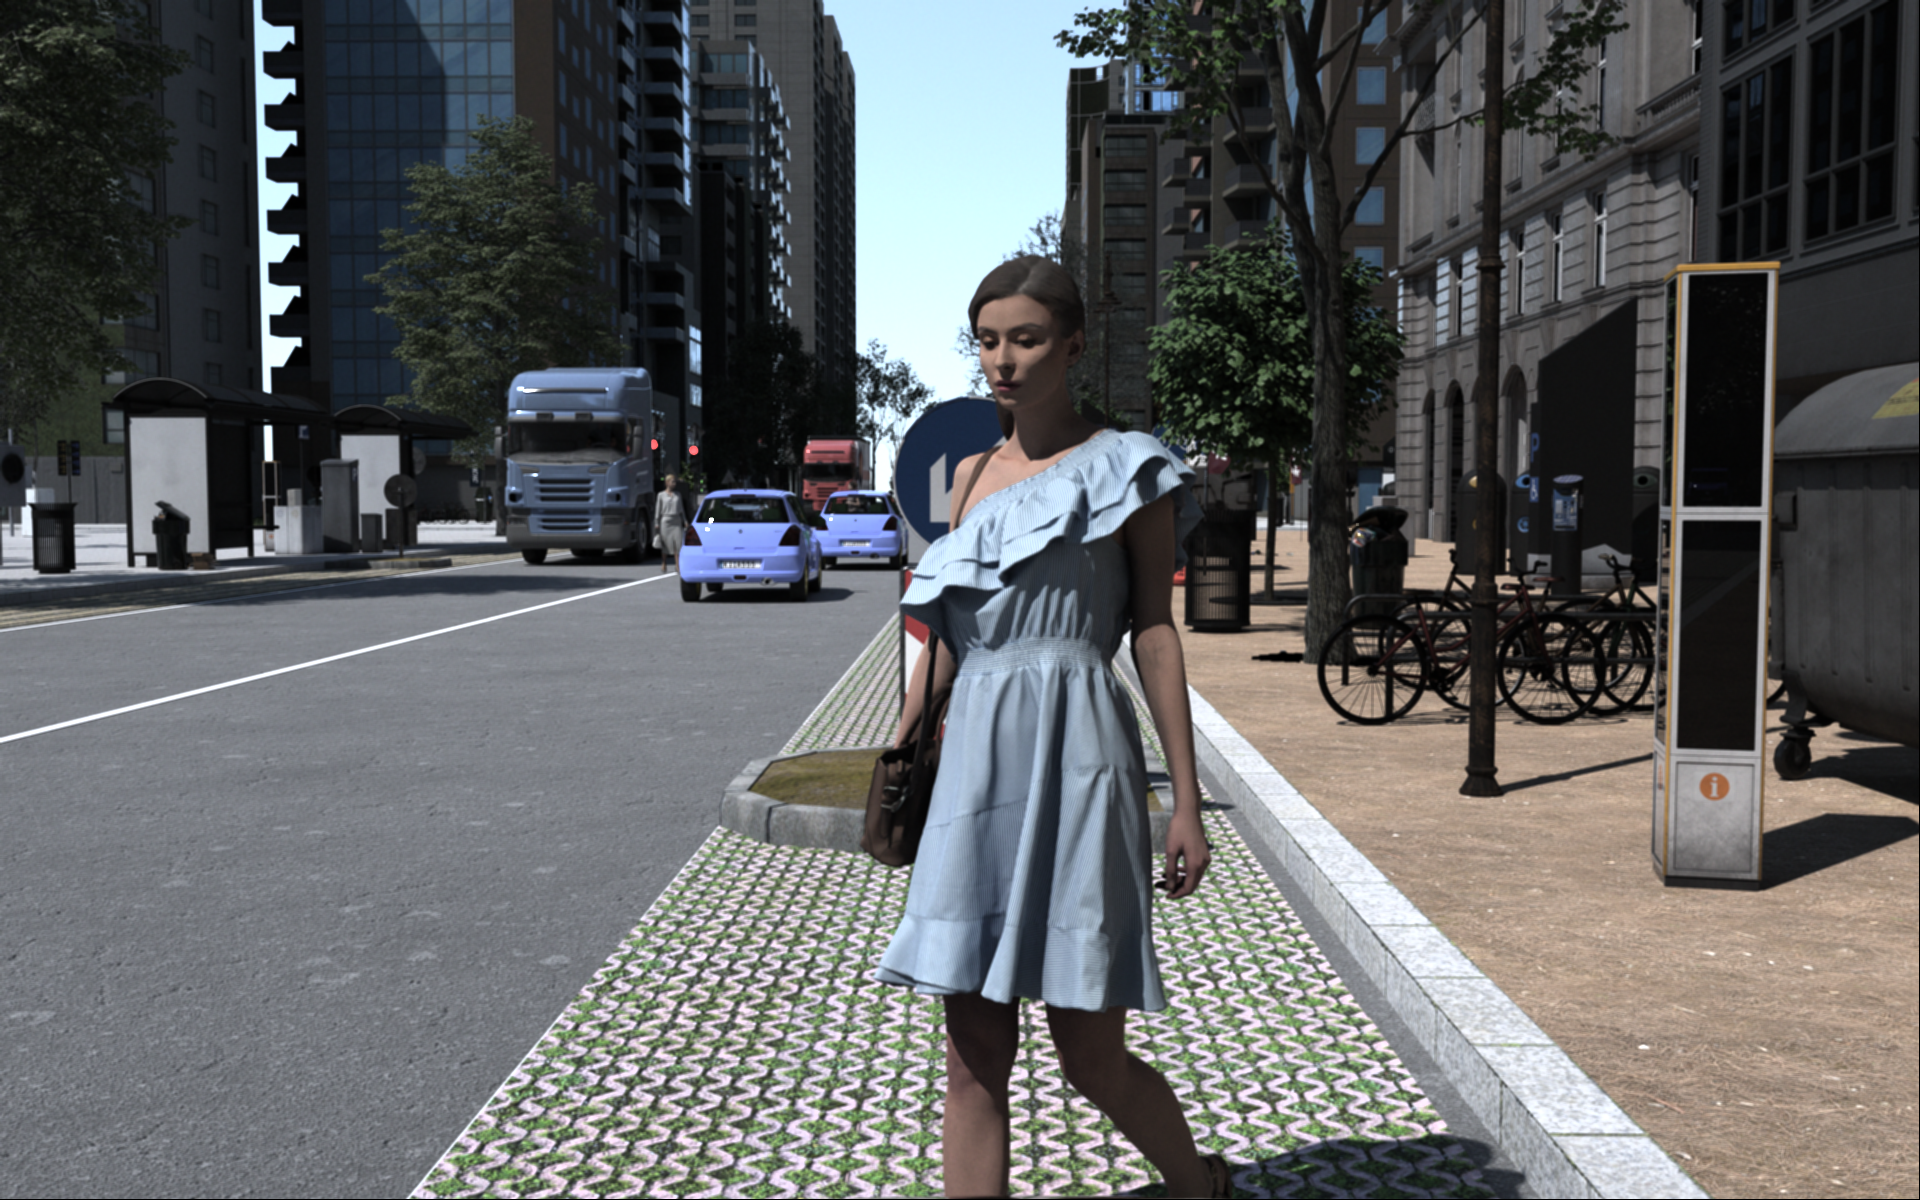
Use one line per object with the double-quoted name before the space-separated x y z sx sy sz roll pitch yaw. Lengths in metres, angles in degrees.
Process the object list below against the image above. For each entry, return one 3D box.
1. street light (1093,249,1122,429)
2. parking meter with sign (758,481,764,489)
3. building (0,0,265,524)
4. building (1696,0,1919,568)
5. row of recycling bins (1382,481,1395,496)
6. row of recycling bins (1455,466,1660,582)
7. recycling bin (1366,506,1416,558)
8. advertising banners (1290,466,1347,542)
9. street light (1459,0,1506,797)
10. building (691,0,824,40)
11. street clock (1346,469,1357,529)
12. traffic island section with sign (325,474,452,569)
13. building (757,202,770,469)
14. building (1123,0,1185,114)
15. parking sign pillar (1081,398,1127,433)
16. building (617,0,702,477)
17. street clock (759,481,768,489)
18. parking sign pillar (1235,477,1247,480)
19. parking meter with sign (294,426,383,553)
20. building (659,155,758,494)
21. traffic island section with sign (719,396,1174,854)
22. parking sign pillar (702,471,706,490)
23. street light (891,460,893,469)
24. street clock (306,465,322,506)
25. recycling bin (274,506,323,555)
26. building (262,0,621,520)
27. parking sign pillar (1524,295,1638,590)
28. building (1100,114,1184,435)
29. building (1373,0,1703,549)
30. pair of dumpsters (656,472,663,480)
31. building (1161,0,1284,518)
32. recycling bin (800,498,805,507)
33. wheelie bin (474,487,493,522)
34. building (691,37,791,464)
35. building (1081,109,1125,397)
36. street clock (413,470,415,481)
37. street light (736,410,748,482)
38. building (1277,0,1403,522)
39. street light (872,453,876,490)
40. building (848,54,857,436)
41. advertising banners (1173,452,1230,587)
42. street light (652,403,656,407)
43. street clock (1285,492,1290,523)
"street light" 2.789 -3.678 32.925 0.468 5.910 1.993 0 4 1
"parking meter with sign" -15.330 -8.425 134.002 0.543 3.016 1.738 -1 4 -14
"building" -42.153 -24.238 79.886 14.086 41.232 14.154 0 4 1
"building" 17.824 -13.520 14.565 14.314 27.812 24.014 0 4 1
"row of recycling bins" 14.472 -3.051 56.995 1.069 1.692 3.534 1 4 18
"row of recycling bins" 9.217 -1.191 26.585 1.069 1.692 3.534 -3 5 -42
"recycling bin" 8.736 -1.382 35.150 0.722 1.027 0.722 -2 4 -29
"advertising banners" 9.452 -3.042 45.926 0.090 3.025 2.074 -3 4 -36
"street light" 2.228 -2.107 7.229 0.468 5.910 1.993 0 4 1
"building" -27.453 -49.295 244.227 20.563 71.187 20.611 0 4 1
"street clock" 11.444 -2.831 50.864 0.358 2.002 0.471 -1 4 -10
"traffic island section with sign" -11.060 -1.539 33.795 1.989 1.847 2.006 0 4 1
"building" -25.914 -24.027 164.535 14.160 30.474 14.107 0 4 1
"building" 25.591 -52.953 178.448 22.319 86.520 31.000 0 4 1
"parking sign pillar" 4.063 -3.677 48.590 1.447 3.967 1.447 -1 4 -9
"building" -29.875 -49.324 119.115 22.319 86.520 31.000 0 4 1
"street clock" -11.316 -5.815 99.642 0.471 2.002 0.358 1 4 15
"parking sign pillar" 13.525 -5.955 85.835 1.447 3.967 1.447 -1 4 -13
"parking meter with sign" -13.442 -2.526 37.556 1.738 3.016 0.543 0 4 3
"building" -25.942 -23.165 150.451 14.160 30.474 14.107 0 4 1
"traffic island section with sign" -0.031 0.050 7.807 1.989 1.847 2.006 0 4 1
"parking sign pillar" -21.399 -9.355 141.430 1.447 3.967 1.447 -3 5 -40
"street light" -8.961 -15.652 228.690 0.468 5.910 1.993 0 4 1
"street clock" -15.996 -2.357 43.109 0.471 2.002 0.358 -1 4 -14
"recycling bin" -14.025 -1.479 36.735 0.722 1.027 0.722 1 4 15
"building" -26.133 -26.889 89.745 14.600 45.320 14.200 0 4 1
"parking sign pillar" 8.525 -2.157 23.747 1.447 3.967 1.447 0 4 -1
"building" 17.813 -22.220 134.994 14.160 30.474 14.107 0 4 1
"building" 18.420 -12.044 38.728 13.314 21.916 24.055 0 4 1
"pair of dumpsters" -13.263 -4.432 74.959 1.574 2.255 4.437 0 4 1
"building" 23.777 -27.480 103.919 22.147 44.769 28.867 0 4 1
"recycling bin" -11.229 -6.981 126.686 0.722 1.027 0.722 2 4 35
"wheelie bin" -21.846 -4.377 79.476 0.980 1.594 0.693 1 4 13
"building" -30.286 -34.685 186.707 23.786 49.044 30.456 0 4 1
"building" 21.393 -33.785 202.497 14.600 45.320 14.200 0 4 1
"street clock" -14.422 -2.478 45.080 0.471 2.002 0.358 -1 4 -11
"street light" -11.818 -7.418 94.064 0.468 5.910 1.993 0 4 1
"building" 22.860 -26.267 79.572 14.200 45.320 14.600 0 4 1
"street light" -9.651 -13.648 195.938 0.468 5.910 1.993 0 4 1
"building" -26.200 -50.552 264.777 20.563 71.187 20.611 0 4 1
"advertising banners" 2.993 -1.705 24.063 2.074 3.025 0.090 3 5 41
"street light" -12.364 -5.846 68.368 0.468 5.910 1.993 0 4 1
"street clock" 14.523 -4.410 76.666 0.471 2.002 0.358 1 4 19
